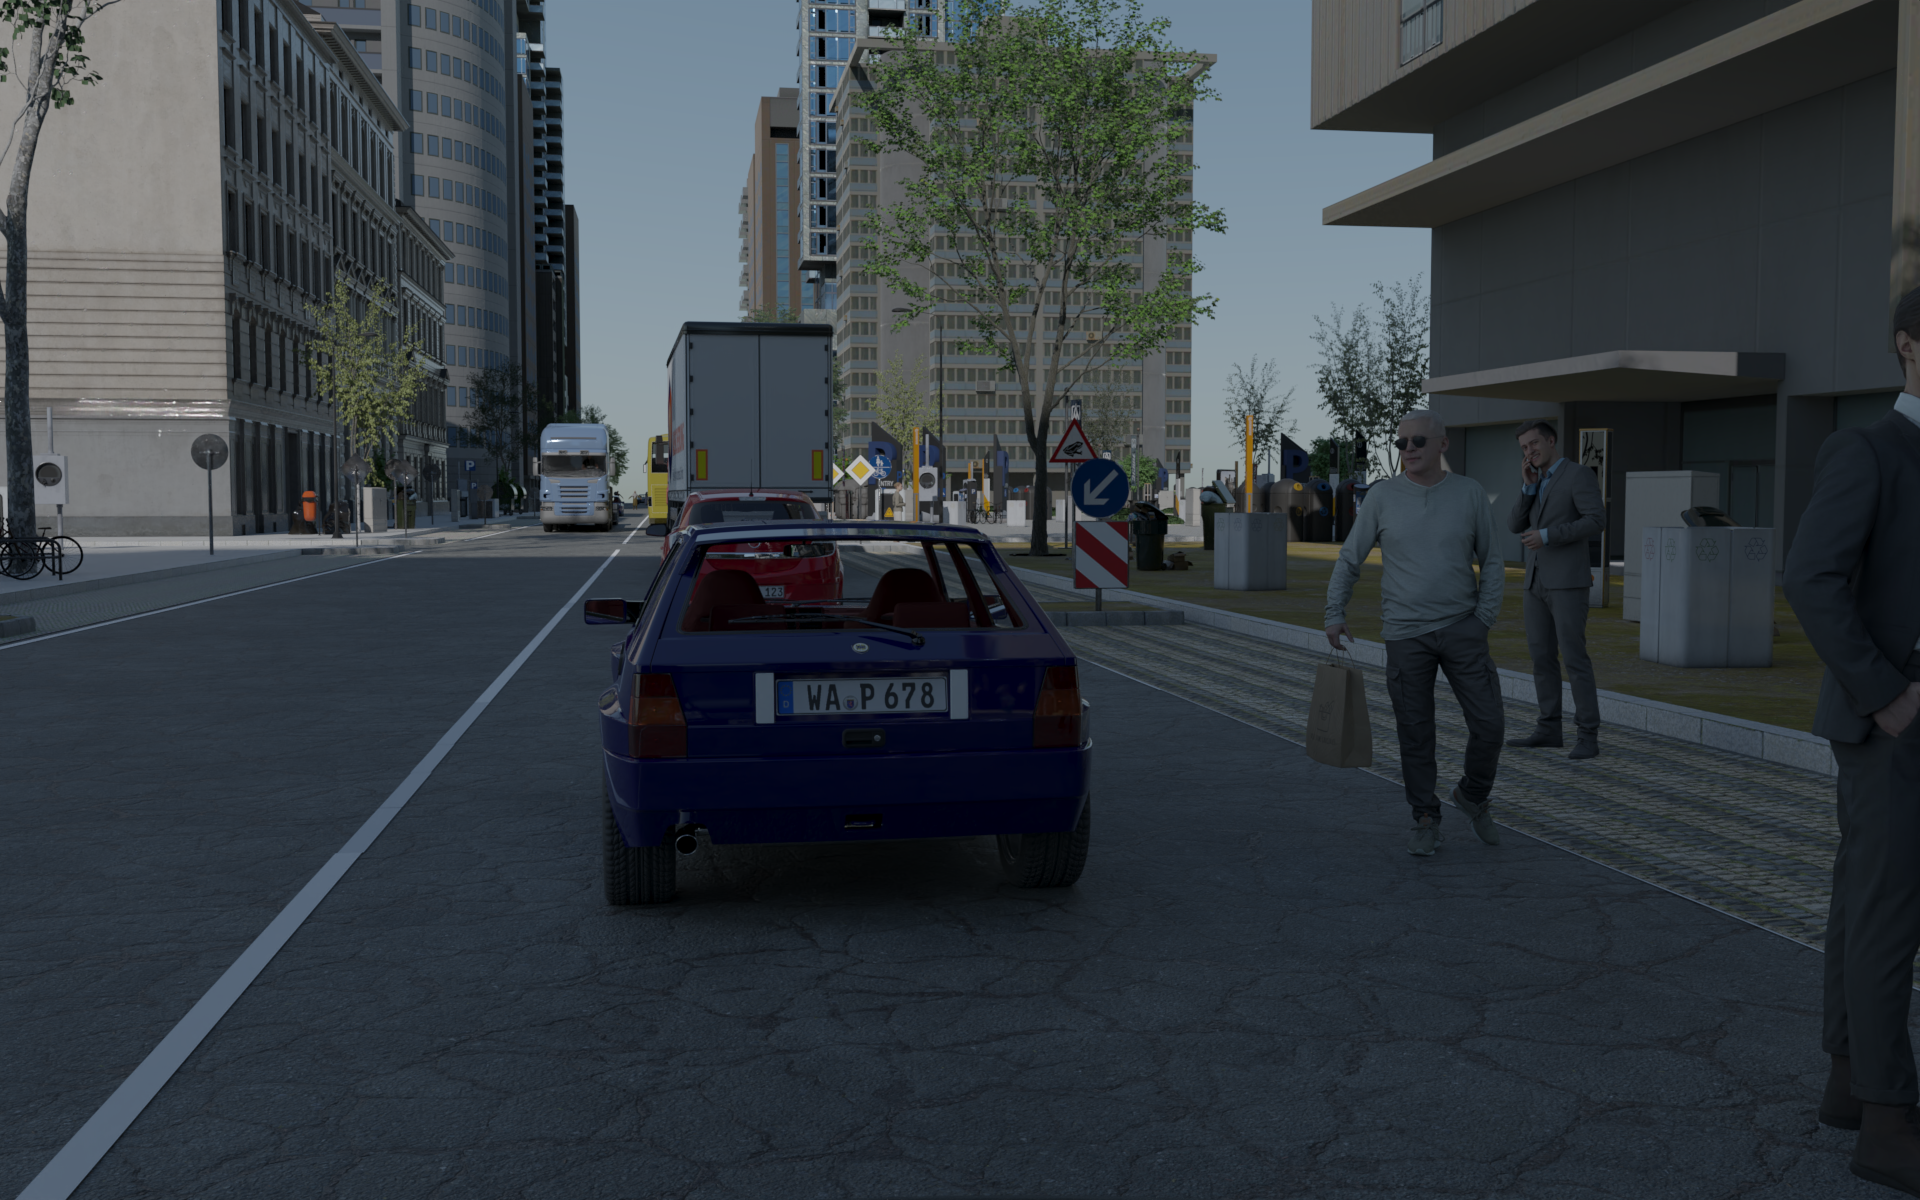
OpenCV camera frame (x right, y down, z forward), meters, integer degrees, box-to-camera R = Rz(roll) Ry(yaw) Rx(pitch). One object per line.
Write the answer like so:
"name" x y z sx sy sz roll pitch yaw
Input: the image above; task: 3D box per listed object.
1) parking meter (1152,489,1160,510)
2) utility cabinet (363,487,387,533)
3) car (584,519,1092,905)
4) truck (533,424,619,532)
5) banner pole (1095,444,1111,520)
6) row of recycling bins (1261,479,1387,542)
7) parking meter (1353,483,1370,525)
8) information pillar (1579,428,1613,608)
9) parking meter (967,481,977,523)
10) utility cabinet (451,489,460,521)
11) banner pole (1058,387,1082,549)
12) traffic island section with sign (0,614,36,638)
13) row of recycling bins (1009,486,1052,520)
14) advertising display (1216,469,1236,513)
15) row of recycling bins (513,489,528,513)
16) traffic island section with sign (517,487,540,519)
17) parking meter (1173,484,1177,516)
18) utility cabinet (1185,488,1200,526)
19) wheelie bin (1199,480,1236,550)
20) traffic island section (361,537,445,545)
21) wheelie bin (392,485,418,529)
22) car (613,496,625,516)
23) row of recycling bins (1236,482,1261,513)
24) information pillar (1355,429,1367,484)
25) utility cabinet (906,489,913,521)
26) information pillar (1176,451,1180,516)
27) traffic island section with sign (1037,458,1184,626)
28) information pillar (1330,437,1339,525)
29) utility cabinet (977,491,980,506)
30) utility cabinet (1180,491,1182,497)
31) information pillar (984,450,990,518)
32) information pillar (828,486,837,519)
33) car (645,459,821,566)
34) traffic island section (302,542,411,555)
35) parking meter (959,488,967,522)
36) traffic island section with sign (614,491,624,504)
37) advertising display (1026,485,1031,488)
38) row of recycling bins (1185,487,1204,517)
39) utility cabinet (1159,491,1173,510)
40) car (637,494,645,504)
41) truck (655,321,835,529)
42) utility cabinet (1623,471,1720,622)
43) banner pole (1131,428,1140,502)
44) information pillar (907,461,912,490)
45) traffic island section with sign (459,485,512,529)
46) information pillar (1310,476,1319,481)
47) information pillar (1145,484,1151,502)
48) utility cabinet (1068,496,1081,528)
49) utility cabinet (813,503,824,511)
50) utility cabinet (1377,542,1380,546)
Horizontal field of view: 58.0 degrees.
"parking meter" 9.244 -4.486 81.762 0.372 1.533 0.369 0 3 0
"utility cabinet" -19.339 -2.976 57.333 0.318 1.500 1.173 0 4 4
"car" -0.648 0.311 7.498 1.945 1.354 3.894 -1 4 -10
"truck" -15.640 -5.032 72.027 2.967 4.110 18.799 -1 4 -10
"banner pole" 7.191 -5.913 86.701 0.863 3.779 0.401 1 4 20
"row of recycling bins" 10.056 -2.418 46.648 3.534 1.692 1.069 -1 4 -10
"parking meter" 9.460 -1.982 40.811 0.372 1.533 0.369 0 3 0
"information pillar" 7.167 -0.922 19.565 0.304 2.012 0.304 2 4 32
"parking meter" 0.543 -4.381 77.341 0.399 1.863 0.255 -2 4 -31
"utility cabinet" -23.435 -4.392 80.493 0.318 1.500 1.173 -1 4 -11
"banner pole" 2.617 -3.086 40.467 0.401 3.779 0.863 -2 4 -30
"traffic island section with sign" -10.515 -0.533 17.345 1.989 1.847 2.006 -1 4 -10
"row of recycling bins" 3.297 -4.874 86.807 1.069 1.692 3.534 -3 5 -40
"advertising display" 6.924 -2.438 45.082 0.123 1.923 0.974 2 4 33
"row of recycling bins" -30.552 -6.923 120.306 1.069 1.692 3.534 -1 4 -20
"traffic island section with sign" -24.310 -5.537 99.163 1.989 1.847 2.006 -1 4 -10
"parking meter" 12.602 -5.825 100.950 0.255 1.863 0.399 1 4 21
"utility cabinet" 9.301 -3.697 69.121 0.318 1.500 1.173 0 4 -7
"wheelie bin" 5.890 -1.948 39.760 0.693 1.594 0.980 2 4 27
"traffic island section" -16.010 -1.695 49.995 2.009 0.180 2.903 -1 4 -10
"wheelie bin" -20.332 -3.402 63.539 0.693 1.594 0.980 3 4 36
"car" -22.700 -6.092 112.184 1.945 1.354 3.894 -1 4 -9
"row of recycling bins" 10.063 -3.117 58.078 3.534 1.692 1.069 -2 4 -23
"information pillar" 14.446 -4.352 62.506 0.504 3.616 0.183 -2 4 -26
"utility cabinet" -2.170 -4.458 81.560 0.318 1.500 1.173 -3 5 -42
"information pillar" 11.858 -6.288 94.158 0.183 3.616 0.504 -1 4 -12
"traffic island section with sign" 1.297 -0.671 19.595 1.989 1.847 2.006 -1 4 -10
"information pillar" 15.427 -4.898 71.442 0.183 3.616 0.504 -2 4 -30
"utility cabinet" 1.055 -7.351 128.866 0.318 1.500 1.173 -2 4 -34
"utility cabinet" 15.333 -6.946 122.253 0.318 1.500 1.173 2 4 28
"information pillar" 1.447 -6.232 93.249 0.183 3.616 0.504 -2 4 -29
"information pillar" -5.681 -4.454 77.316 0.304 2.012 0.304 3 4 38
"car" -2.279 -0.580 18.521 2.155 1.783 4.494 -1 4 -9
"traffic island section" -14.682 -1.213 42.121 2.009 0.180 2.903 -1 4 -10
"parking meter" 0.135 -4.270 78.231 0.372 1.533 0.369 0 3 0
"traffic island section with sign" -50.771 -15.131 256.016 1.989 1.847 2.006 -1 4 -10
"advertising display" 4.865 -7.182 122.635 0.123 1.923 0.974 -1 4 -11
"row of recycling bins" 14.019 -5.637 99.278 1.069 1.692 3.534 -1 4 -21
"utility cabinet" 13.660 -6.520 115.273 1.173 1.500 0.318 -2 4 -24
"car" -44.029 -14.130 240.811 2.009 1.686 4.222 -1 4 -9
"truck" -4.385 -2.745 33.802 2.839 4.237 11.283 -1 4 -11
"utility cabinet" 6.922 -0.501 16.865 0.318 1.500 1.173 -1 4 -8
"banner pole" 6.598 -4.594 65.124 0.401 3.779 0.863 2 4 31
"information pillar" -3.464 -7.804 118.957 0.183 3.616 0.504 2 4 28
"traffic island section with sign" -19.758 -3.885 72.143 1.989 1.847 2.006 -1 4 -10
"information pillar" 14.808 -4.155 72.426 0.304 2.012 0.304 -1 4 -15
"information pillar" 13.026 -7.084 120.312 0.304 2.012 0.304 -3 5 -43
"utility cabinet" 4.258 -3.286 64.892 0.306 1.237 1.020 -1 4 -15
"utility cabinet" -6.888 -4.317 81.744 1.020 1.237 0.306 2 4 29
"utility cabinet" 10.718 -1.919 42.546 0.306 1.237 1.020 -2 4 -33
